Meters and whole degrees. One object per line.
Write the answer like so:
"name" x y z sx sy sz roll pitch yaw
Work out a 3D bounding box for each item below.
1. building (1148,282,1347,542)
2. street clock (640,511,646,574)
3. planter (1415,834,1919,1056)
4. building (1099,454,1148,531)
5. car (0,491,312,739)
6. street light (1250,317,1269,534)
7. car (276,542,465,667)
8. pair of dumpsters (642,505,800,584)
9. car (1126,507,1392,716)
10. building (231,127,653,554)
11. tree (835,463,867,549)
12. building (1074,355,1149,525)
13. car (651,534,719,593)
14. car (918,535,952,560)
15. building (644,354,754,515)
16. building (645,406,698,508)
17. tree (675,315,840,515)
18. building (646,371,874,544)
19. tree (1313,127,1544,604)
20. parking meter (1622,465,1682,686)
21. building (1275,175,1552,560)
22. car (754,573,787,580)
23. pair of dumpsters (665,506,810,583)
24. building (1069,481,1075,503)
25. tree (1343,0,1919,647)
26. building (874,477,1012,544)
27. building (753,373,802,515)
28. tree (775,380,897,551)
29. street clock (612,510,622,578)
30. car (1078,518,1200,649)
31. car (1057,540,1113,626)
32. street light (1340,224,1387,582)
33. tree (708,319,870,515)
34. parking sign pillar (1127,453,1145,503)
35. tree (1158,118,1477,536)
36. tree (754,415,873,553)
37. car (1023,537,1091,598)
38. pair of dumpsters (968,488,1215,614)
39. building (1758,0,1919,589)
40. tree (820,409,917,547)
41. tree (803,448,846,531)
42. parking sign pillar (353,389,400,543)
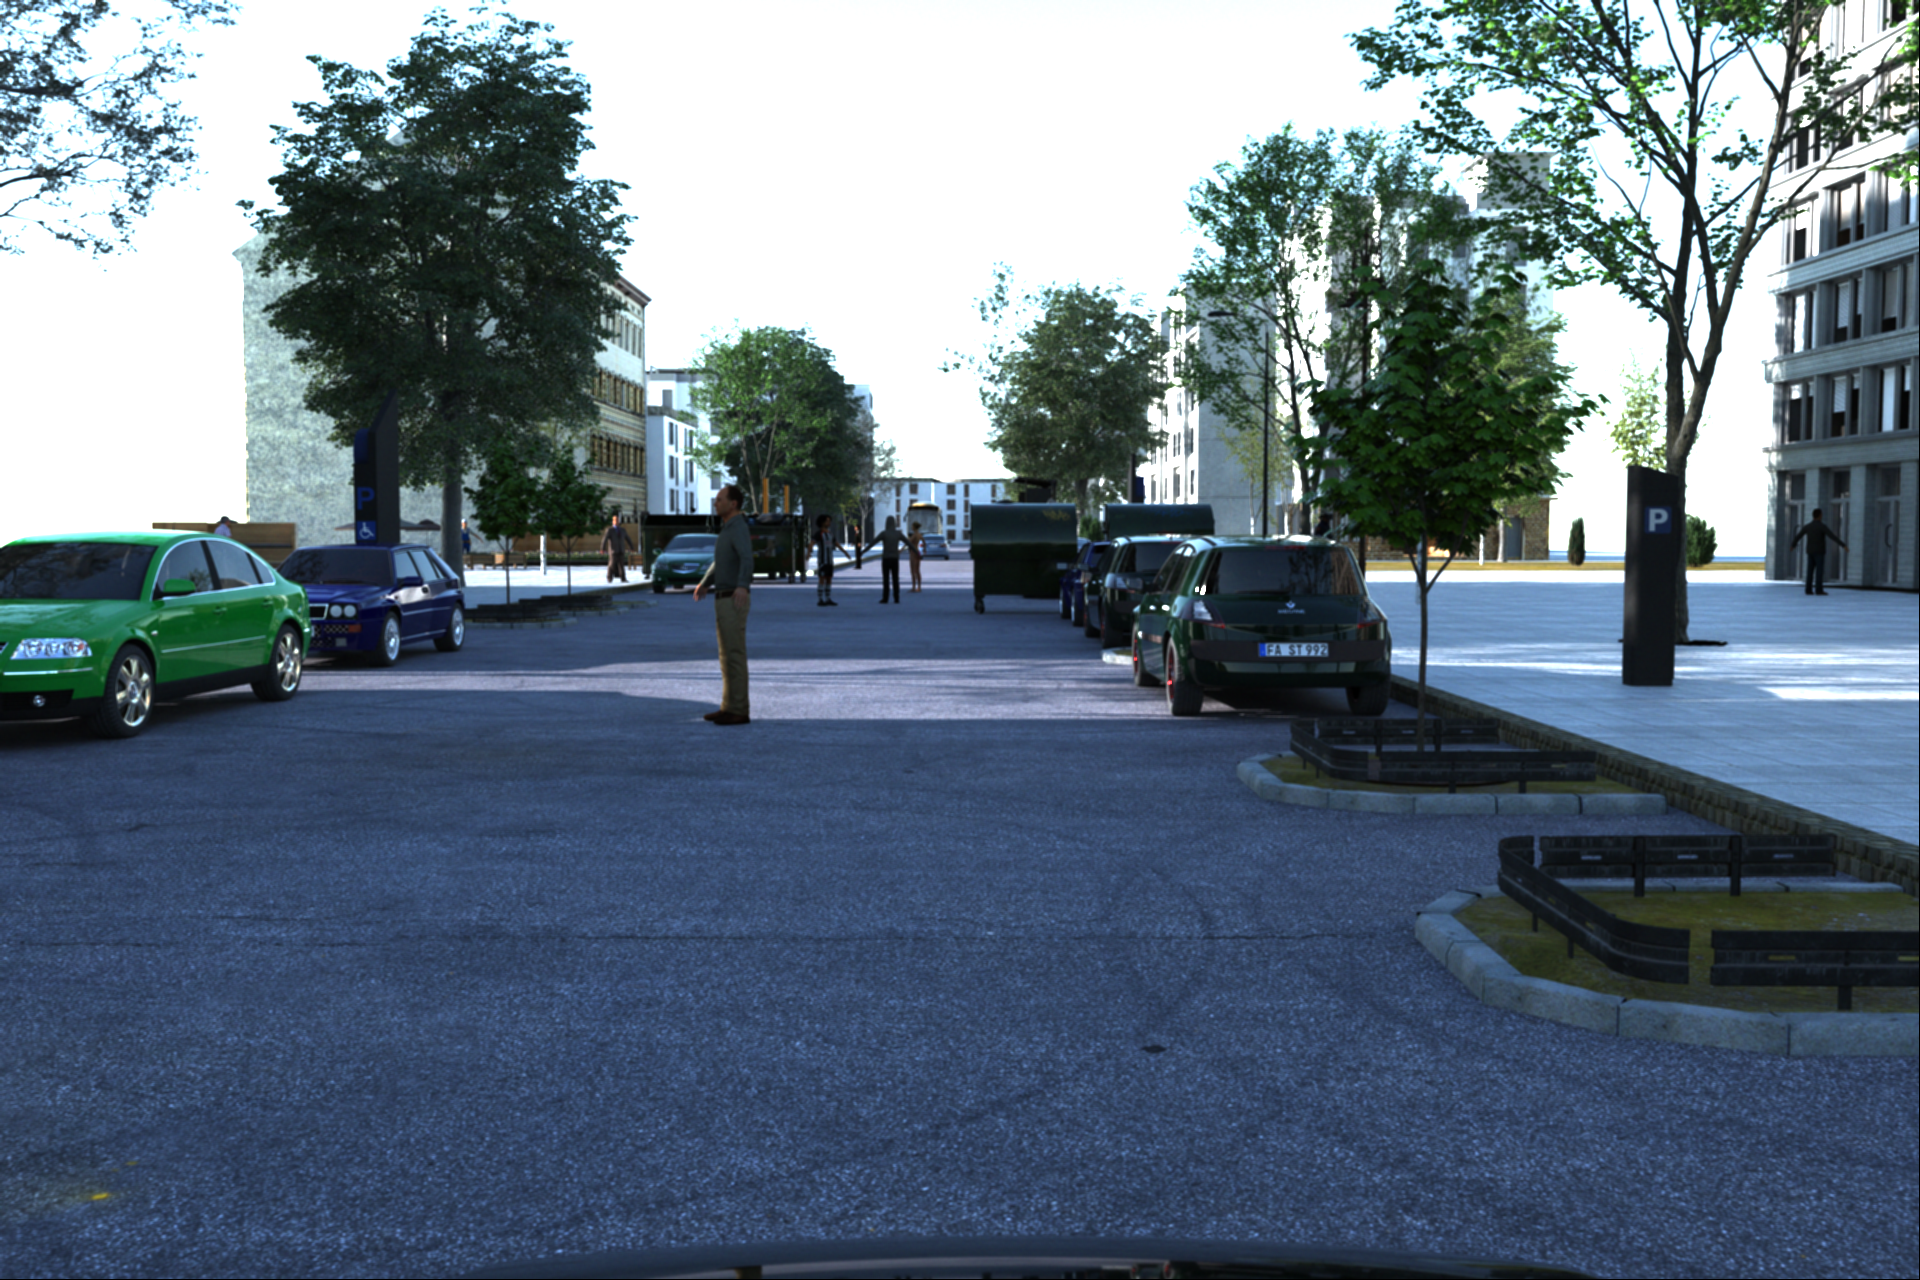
"building" 24.181 -16.134 130.243 16.747 18.905 31.486 0 4 0
"street clock" -10.038 -3.100 55.254 0.358 2.002 0.471 0 4 1
"planter" 2.600 0.942 5.740 1.991 0.319 1.994 0 4 1
"building" 20.416 -14.951 186.602 9.099 9.664 28.070 0 4 0
"car" -6.662 -0.290 13.533 1.959 1.807 4.718 0 4 0
"street light" 6.931 -3.891 36.162 1.470 5.913 1.316 0 4 0
"car" -6.980 -0.446 19.876 1.945 1.354 3.894 0 4 0
"pair of dumpsters" -6.862 -2.742 49.777 4.436 2.255 1.574 0 4 0
"car" 2.501 -0.323 15.067 2.009 1.686 4.222 0 4 0
"building" -29.434 -16.600 102.346 19.493 23.208 18.063 0 4 0
"tree" -9.579 -11.902 144.955 4.737 8.622 4.395 0 3 0
"building" 23.572 -23.144 209.331 19.493 23.208 18.063 0 4 1
"car" -6.587 -1.959 43.830 2.131 1.459 4.920 0 4 0
"car" -1.469 -5.110 95.550 2.014 1.417 4.499 0 4 0
"building" -28.270 -19.957 182.722 16.016 20.090 11.380 0 4 0
"building" -23.743 -11.317 127.181 9.099 9.664 28.070 0 3 0
"tree" -9.513 -9.532 81.603 9.928 11.665 9.643 0 3 0
"building" -26.084 -23.788 232.903 27.936 21.610 32.646 0 4 -1
"tree" 8.553 -4.989 31.937 4.360 8.622 3.978 0 3 0
"parking meter" 5.860 -0.548 14.666 0.399 1.863 0.255 0 4 0
"building" 23.213 -14.770 97.904 16.016 20.090 11.380 0 4 0
"car" -6.580 -2.854 55.453 1.959 1.807 4.718 0 4 1
"pair of dumpsters" -6.686 -2.845 51.460 4.436 2.255 1.574 0 3 0
"building" 24.329 -24.420 230.188 19.493 23.208 18.063 0 4 0
"tree" 8.489 -5.757 19.881 9.928 11.665 9.643 0 3 0
"building" -3.986 -19.060 256.237 28.070 9.664 9.099 0 4 1
"building" -24.435 -20.974 199.342 16.016 20.090 11.380 0 4 1
"tree" -10.003 -13.755 135.257 12.009 13.543 11.850 0 3 0
"street clock" -10.036 -2.821 50.693 0.358 2.002 0.471 0 4 0
"car" 2.595 -0.799 22.854 2.009 1.686 4.222 0 4 -1
"car" 2.579 -0.955 28.202 1.945 1.354 3.894 0 4 -1
"street light" 6.114 -3.268 26.218 0.468 5.910 1.993 0 4 0
"tree" -10.098 -11.926 101.646 9.857 13.997 8.962 0 3 0
"parking sign pillar" 5.933 -4.290 58.619 1.447 3.967 1.447 0 4 0
"tree" 8.655 -7.139 42.470 9.928 11.665 9.643 0 3 0
"tree" -10.080 -11.138 116.519 8.767 10.594 7.601 0 4 -4
"car" 2.309 -1.702 40.182 2.083 1.381 4.827 0 4 -1
"pair of dumpsters" 2.368 -1.630 31.604 4.436 2.255 1.574 0 4 -1
"building" 24.472 -11.556 35.620 8.464 21.280 15.925 0 4 0
"tree" -9.265 -15.698 167.037 12.009 13.543 11.850 0 3 0
"tree" -9.404 -10.749 126.104 4.360 8.622 3.978 0 3 0
"parking sign pillar" -10.619 -2.635 31.558 1.447 3.967 1.447 0 4 -1
